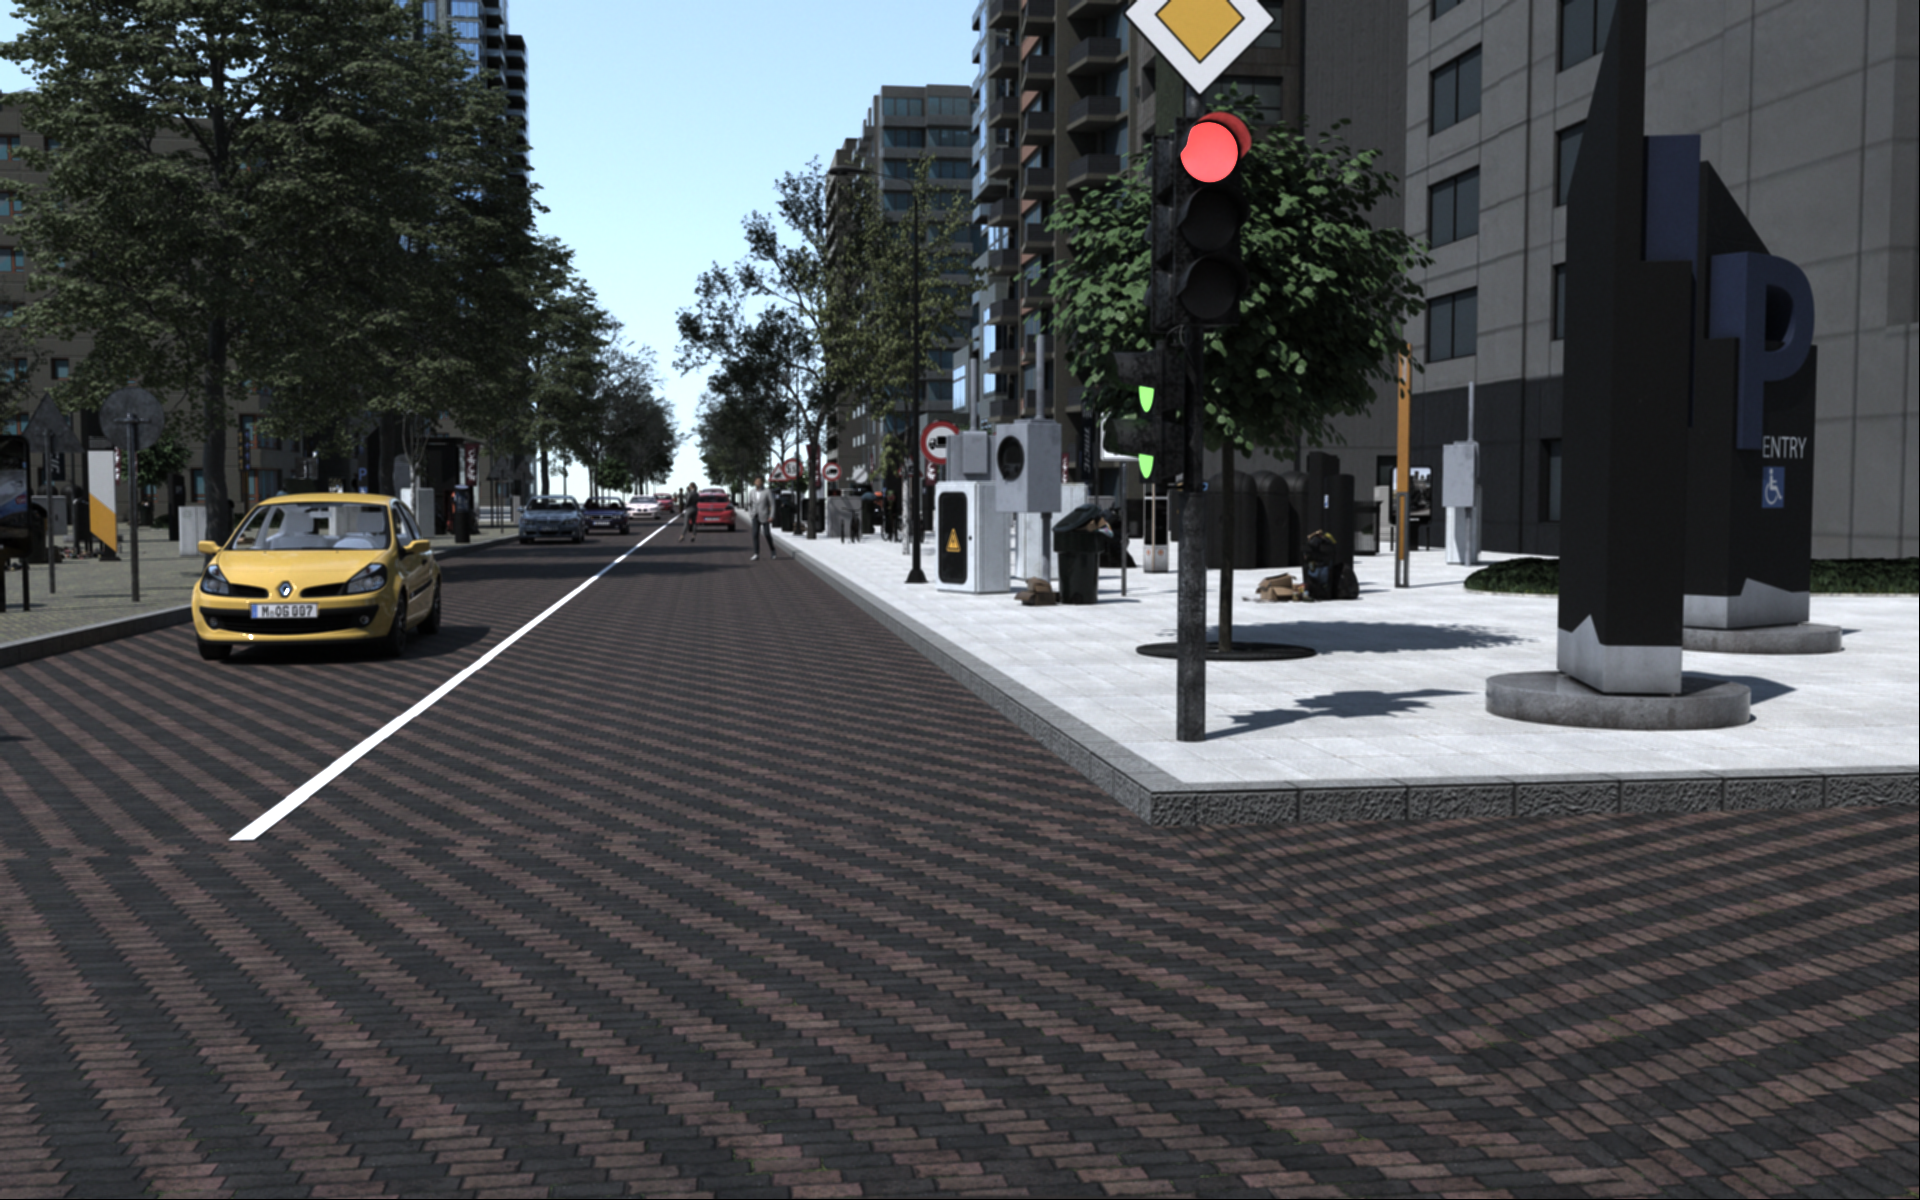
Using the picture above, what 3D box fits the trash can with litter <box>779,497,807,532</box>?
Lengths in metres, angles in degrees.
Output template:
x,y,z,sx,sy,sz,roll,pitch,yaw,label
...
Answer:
x,y,z,sx,sy,sz,roll,pitch,yaw,label
-5.600,-2.887,58.584,1.055,1.170,0.624,2,4,35,trash can with litter

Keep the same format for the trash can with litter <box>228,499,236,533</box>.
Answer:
x,y,z,sx,sy,sz,roll,pitch,yaw,label
-20.768,-2.290,48.830,0.624,1.170,1.055,-1,4,-19,trash can with litter

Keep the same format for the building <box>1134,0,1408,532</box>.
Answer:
x,y,z,sx,sy,sz,roll,pitch,yaw,label
13.598,-17.925,64.772,14.160,30.474,14.107,-1,4,-8,building

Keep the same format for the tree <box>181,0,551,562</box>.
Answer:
x,y,z,sx,sy,sz,roll,pitch,yaw,label
-12.542,-7.390,38.958,7.486,12.596,7.792,0,3,0,tree

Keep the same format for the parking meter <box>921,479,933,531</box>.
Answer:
x,y,z,sx,sy,sz,roll,pitch,yaw,label
-1.138,-3.336,60.263,0.255,1.863,0.399,-2,4,-35,parking meter

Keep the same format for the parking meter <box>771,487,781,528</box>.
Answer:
x,y,z,sx,sy,sz,roll,pitch,yaw,label
-6.990,-3.518,65.936,0.372,1.533,0.369,0,3,0,parking meter

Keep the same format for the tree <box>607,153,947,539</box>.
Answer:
x,y,z,sx,sy,sz,roll,pitch,yaw,label
-4.289,-6.978,48.496,8.767,10.594,7.601,1,4,8,tree

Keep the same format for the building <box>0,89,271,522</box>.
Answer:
x,y,z,sx,sy,sz,roll,pitch,yaw,label
-48.299,-15.131,92.432,27.650,21.520,28.899,-1,4,-8,building

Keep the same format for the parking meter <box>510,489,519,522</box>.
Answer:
x,y,z,sx,sy,sz,roll,pitch,yaw,label
-20.615,-4.391,80.197,0.372,1.533,0.369,0,3,0,parking meter

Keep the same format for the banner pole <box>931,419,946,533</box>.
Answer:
x,y,z,sx,sy,sz,roll,pitch,yaw,label
-0.650,-4.155,57.952,0.401,3.779,0.863,3,4,38,banner pole

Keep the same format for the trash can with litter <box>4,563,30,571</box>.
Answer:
x,y,z,sx,sy,sz,roll,pitch,yaw,label
-16.350,-1.082,28.747,1.678,1.210,2.233,1,4,9,trash can with litter

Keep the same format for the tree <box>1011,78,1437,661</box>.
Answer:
x,y,z,sx,sy,sz,roll,pitch,yaw,label
2.058,-1.844,13.868,4.285,4.588,4.351,0,3,0,tree

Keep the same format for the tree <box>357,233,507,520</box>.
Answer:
x,y,z,sx,sy,sz,roll,pitch,yaw,label
-14.307,-5.844,45.908,4.360,8.622,3.978,0,3,0,tree

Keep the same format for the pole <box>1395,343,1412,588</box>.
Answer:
x,y,z,sx,sy,sz,roll,pitch,yaw,label
6.047,-1.820,23.601,0.158,3.312,0.155,0,3,0,pole

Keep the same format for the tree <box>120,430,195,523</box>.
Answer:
x,y,z,sx,sy,sz,roll,pitch,yaw,label
-33.786,-5.421,72.347,4.285,4.588,4.351,0,3,0,tree

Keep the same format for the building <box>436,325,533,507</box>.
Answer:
x,y,z,sx,sy,sz,roll,pitch,yaw,label
-62.414,-21.048,189.173,27.650,21.520,28.899,-1,4,-8,building

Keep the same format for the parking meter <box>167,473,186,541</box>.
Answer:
x,y,z,sx,sy,sz,roll,pitch,yaw,label
-21.449,-2.553,47.449,0.255,1.863,0.399,2,4,34,parking meter

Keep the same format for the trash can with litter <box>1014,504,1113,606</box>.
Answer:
x,y,z,sx,sy,sz,roll,pitch,yaw,label
1.199,-0.530,20.053,1.055,1.170,0.624,-2,4,-29,trash can with litter

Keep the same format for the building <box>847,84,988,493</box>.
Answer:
x,y,z,sx,sy,sz,roll,pitch,yaw,label
-1.091,-35.924,206.961,23.786,49.044,30.456,-1,4,-8,building

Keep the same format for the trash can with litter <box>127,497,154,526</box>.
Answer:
x,y,z,sx,sy,sz,roll,pitch,yaw,label
-32.492,-3.500,68.618,1.055,1.170,0.624,0,4,6,trash can with litter

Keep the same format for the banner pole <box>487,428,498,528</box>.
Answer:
x,y,z,sx,sy,sz,roll,pitch,yaw,label
-17.746,-4.629,65.702,0.401,3.779,0.863,0,4,-8,banner pole

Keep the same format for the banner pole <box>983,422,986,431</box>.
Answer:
x,y,z,sx,sy,sz,roll,pitch,yaw,label
0.834,-4.311,60.507,0.401,3.779,0.863,0,4,-4,banner pole

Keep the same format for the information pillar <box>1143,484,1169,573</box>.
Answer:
x,y,z,sx,sy,sz,roll,pitch,yaw,label
3.188,-1.445,28.124,0.304,2.012,0.304,-2,4,-25,information pillar

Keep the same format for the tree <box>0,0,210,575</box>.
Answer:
x,y,z,sx,sy,sz,roll,pitch,yaw,label
-11.728,-6.708,27.798,7.486,12.596,7.792,0,3,0,tree

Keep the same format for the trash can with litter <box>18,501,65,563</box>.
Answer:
x,y,z,sx,sy,sz,roll,pitch,yaw,label
-17.121,-1.267,32.095,0.624,1.170,1.055,0,4,2,trash can with litter

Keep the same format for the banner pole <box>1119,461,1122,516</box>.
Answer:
x,y,z,sx,sy,sz,roll,pitch,yaw,label
4.915,-3.805,52.227,0.401,3.779,0.863,1,4,23,banner pole

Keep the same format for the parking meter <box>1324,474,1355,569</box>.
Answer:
x,y,z,sx,sy,sz,roll,pitch,yaw,label
4.846,-0.840,22.149,0.372,1.533,0.369,0,3,0,parking meter

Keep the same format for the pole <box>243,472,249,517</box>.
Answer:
x,y,z,sx,sy,sz,roll,pitch,yaw,label
-30.240,-4.864,73.365,0.158,3.312,0.155,0,3,0,pole

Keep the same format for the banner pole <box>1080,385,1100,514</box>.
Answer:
x,y,z,sx,sy,sz,roll,pitch,yaw,label
2.985,-3.022,39.434,0.401,3.779,0.863,3,5,39,banner pole

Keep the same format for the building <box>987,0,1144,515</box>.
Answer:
x,y,z,sx,sy,sz,roll,pitch,yaw,label
13.461,-27.385,102.366,22.147,44.769,28.867,-1,4,-8,building

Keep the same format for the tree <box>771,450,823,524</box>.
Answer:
x,y,z,sx,sy,sz,roll,pitch,yaw,label
-7.024,-4.928,75.178,1.663,3.219,1.824,0,3,0,tree

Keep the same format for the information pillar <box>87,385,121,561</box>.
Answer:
x,y,z,sx,sy,sz,roll,pitch,yaw,label
-16.384,-2.553,33.102,0.504,3.616,0.183,0,4,-6,information pillar

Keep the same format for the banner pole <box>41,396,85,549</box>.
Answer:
x,y,z,sx,sy,sz,roll,pitch,yaw,label
-20.957,-3.082,40.411,0.863,3.779,0.401,-3,5,-39,banner pole

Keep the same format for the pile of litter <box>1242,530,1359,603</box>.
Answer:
x,y,z,sx,sy,sz,roll,pitch,yaw,label
4.144,-0.435,21.079,1.719,0.858,1.176,-1,4,-22,pile of litter

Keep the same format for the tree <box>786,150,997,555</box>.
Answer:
x,y,z,sx,sy,sz,roll,pitch,yaw,label
-1.388,-5.268,36.492,4.737,8.622,4.395,0,3,0,tree

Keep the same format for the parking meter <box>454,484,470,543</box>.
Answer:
x,y,z,sx,sy,sz,roll,pitch,yaw,label
-13.033,-2.258,45.337,0.372,1.533,0.369,0,3,0,parking meter

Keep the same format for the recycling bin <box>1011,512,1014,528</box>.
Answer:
x,y,z,sx,sy,sz,roll,pitch,yaw,label
1.618,-3.301,66.530,0.722,1.027,0.722,-1,4,-21,recycling bin

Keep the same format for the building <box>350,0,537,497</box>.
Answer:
x,y,z,sx,sy,sz,roll,pitch,yaw,label
-64.784,-55.368,217.942,22.319,86.520,31.000,-1,4,-8,building

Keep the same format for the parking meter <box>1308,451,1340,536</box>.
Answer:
x,y,z,sx,sy,sz,roll,pitch,yaw,label
5.010,-1.109,23.836,0.399,1.863,0.255,-2,4,-33,parking meter

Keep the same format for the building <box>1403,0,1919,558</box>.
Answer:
x,y,z,sx,sy,sz,roll,pitch,yaw,label
22.598,-36.361,32.760,20.611,71.187,20.563,-1,4,-8,building

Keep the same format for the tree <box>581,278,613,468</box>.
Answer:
x,y,z,sx,sy,sz,roll,pitch,yaw,label
-18.662,-9.664,76.136,7.486,12.596,7.792,0,3,0,tree

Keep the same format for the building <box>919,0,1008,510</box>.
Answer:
x,y,z,sx,sy,sz,roll,pitch,yaw,label
9.213,-50.075,131.405,22.319,86.520,31.000,-1,4,-8,building

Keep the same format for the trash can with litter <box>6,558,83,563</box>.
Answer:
x,y,z,sx,sy,sz,roll,pitch,yaw,label
-17.834,-1.442,34.639,1.678,1.210,2.233,0,4,1,trash can with litter

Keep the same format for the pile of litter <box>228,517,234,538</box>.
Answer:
x,y,z,sx,sy,sz,roll,pitch,yaw,label
-18.690,-1.866,44.481,1.176,0.858,1.719,0,4,-4,pile of litter

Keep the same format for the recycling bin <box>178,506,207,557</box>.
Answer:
x,y,z,sx,sy,sz,roll,pitch,yaw,label
-15.667,-1.420,35.774,0.722,1.027,0.722,-1,4,-11,recycling bin

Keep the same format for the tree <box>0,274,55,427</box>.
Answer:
x,y,z,sx,sy,sz,roll,pitch,yaw,label
-32.295,-6.534,57.198,4.360,8.622,3.978,0,3,0,tree

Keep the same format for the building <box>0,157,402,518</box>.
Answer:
x,y,z,sx,sy,sz,roll,pitch,yaw,label
-53.385,-16.869,120.849,27.650,21.520,28.899,-1,4,-8,building

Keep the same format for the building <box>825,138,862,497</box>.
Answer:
x,y,z,sx,sy,sz,roll,pitch,yaw,label
-6.661,-37.268,233.034,21.300,48.544,21.600,-1,4,-8,building

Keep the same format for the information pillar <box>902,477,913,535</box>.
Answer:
x,y,z,sx,sy,sz,roll,pitch,yaw,label
-1.622,-3.055,54.433,0.304,2.012,0.304,1,4,18,information pillar
